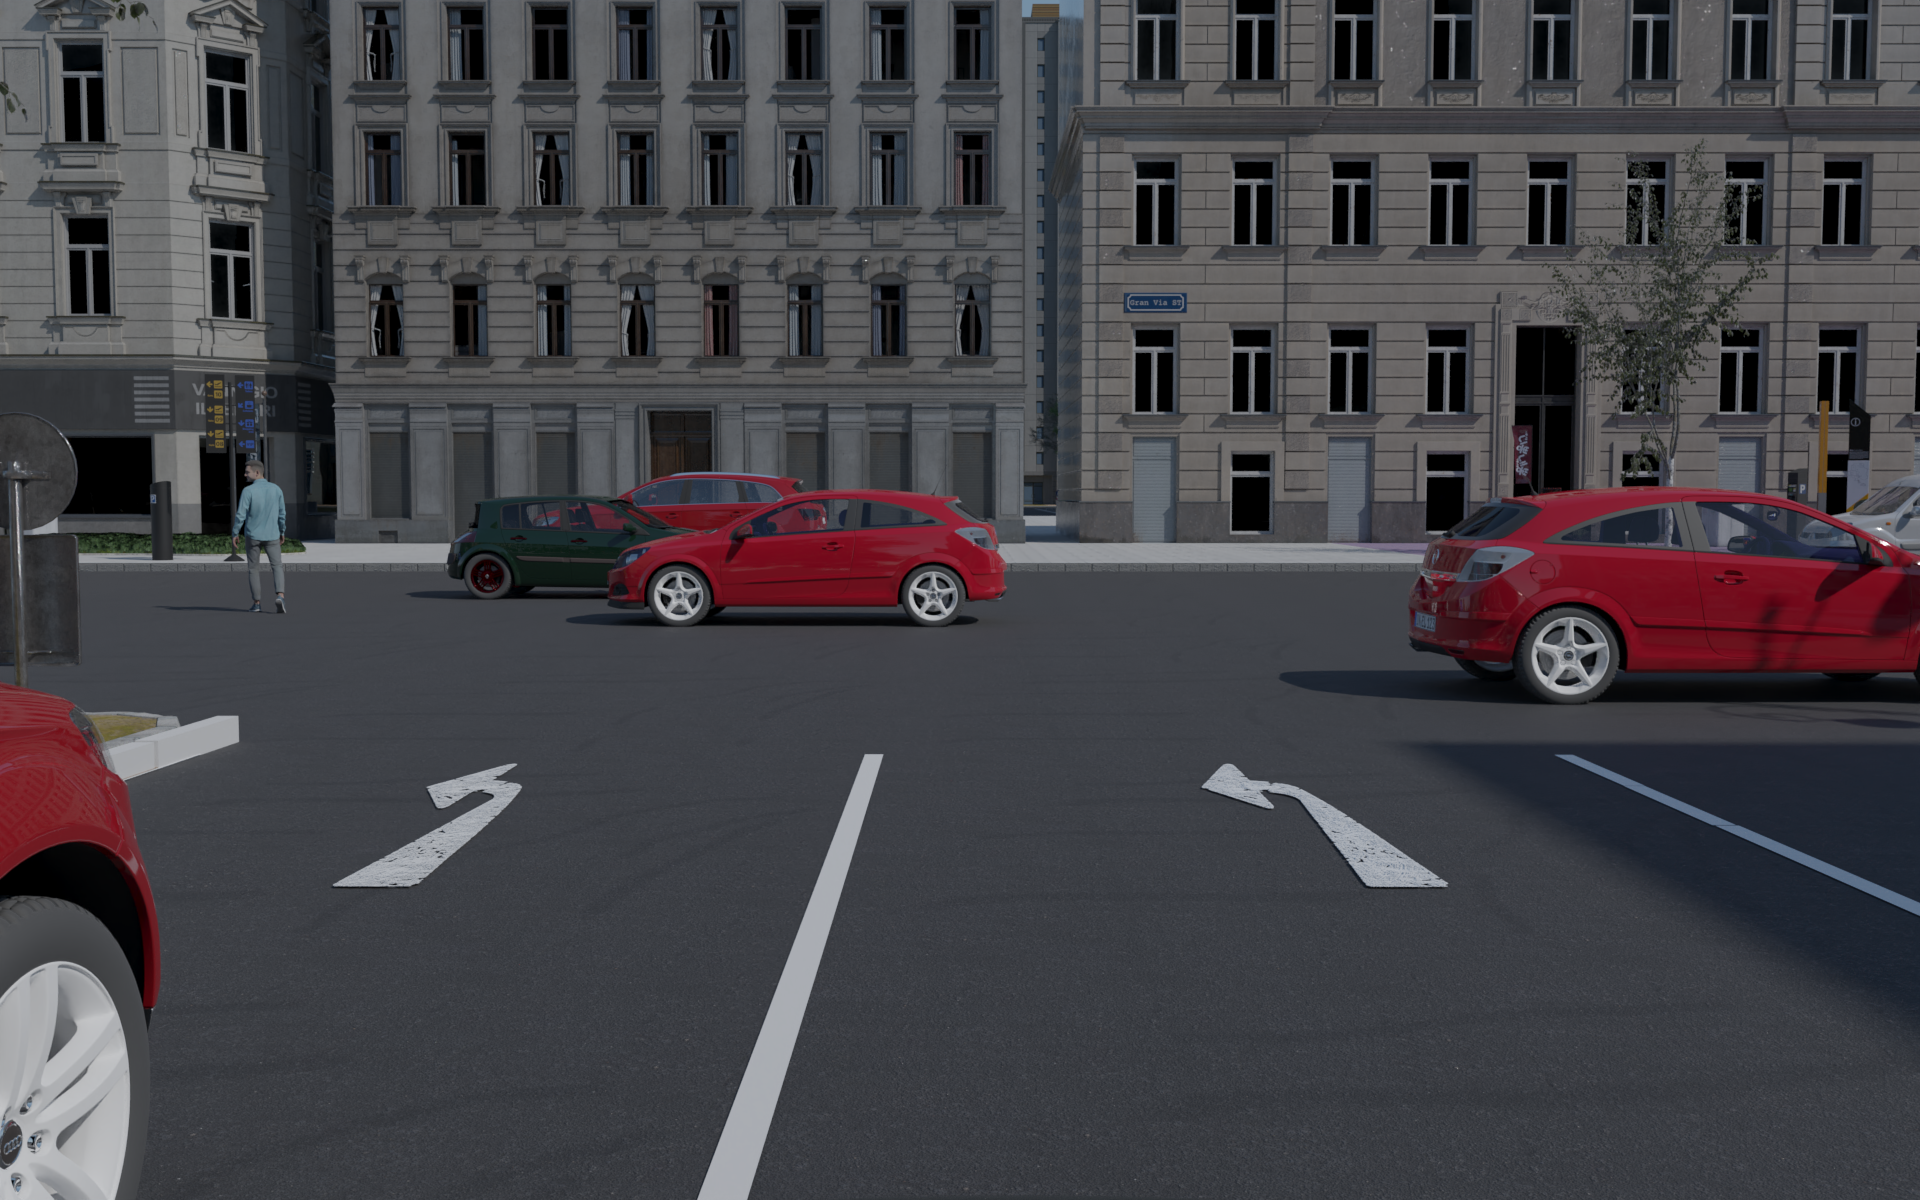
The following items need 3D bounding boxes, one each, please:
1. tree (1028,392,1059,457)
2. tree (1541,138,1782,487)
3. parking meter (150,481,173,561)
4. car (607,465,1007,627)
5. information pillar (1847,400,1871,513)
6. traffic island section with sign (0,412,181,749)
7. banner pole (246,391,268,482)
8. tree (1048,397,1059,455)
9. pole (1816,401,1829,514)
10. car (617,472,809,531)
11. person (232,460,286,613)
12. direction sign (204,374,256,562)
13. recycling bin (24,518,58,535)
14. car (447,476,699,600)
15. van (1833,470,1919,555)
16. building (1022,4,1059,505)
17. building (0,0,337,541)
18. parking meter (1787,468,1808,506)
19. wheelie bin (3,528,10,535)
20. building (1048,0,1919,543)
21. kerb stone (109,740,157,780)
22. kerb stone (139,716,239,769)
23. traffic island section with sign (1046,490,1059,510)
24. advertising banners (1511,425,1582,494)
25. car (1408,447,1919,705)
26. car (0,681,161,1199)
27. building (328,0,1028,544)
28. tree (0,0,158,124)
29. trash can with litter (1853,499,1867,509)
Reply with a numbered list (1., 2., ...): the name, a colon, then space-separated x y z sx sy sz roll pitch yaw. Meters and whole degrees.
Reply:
1. tree: 11.575 -15.524 164.182 12.009 13.543 11.850 0 3 0
2. tree: 14.420 -5.216 35.647 4.360 8.622 3.978 0 3 0
3. parking meter: -15.457 -1.536 33.530 0.372 1.533 0.369 0 3 0
4. car: -1.720 -0.638 19.471 4.494 1.783 2.155 0 4 1
5. information pillar: 22.204 -3.149 42.833 0.504 3.616 0.183 2 4 28
6. traffic island section with sign: -5.279 -0.061 9.126 2.006 1.907 1.989 0 3 0
7. banner pole: -17.066 -3.189 42.152 0.863 3.779 0.401 2 4 24
8. tree: 10.994 -13.254 142.462 9.928 11.665 9.643 0 3 0
9. pole: 18.974 -2.708 38.118 0.158 3.312 0.155 0 3 0
10. car: -4.946 -1.348 30.708 5.304 1.827 2.281 0 4 1
11. person: -8.424 -0.765 20.876 0.638 1.841 0.748 -2 4 -33
12. direction sign: -13.843 -2.503 32.927 0.876 3.537 0.379 -2 4 -30
13. recycling bin: -21.742 -1.720 40.683 0.722 1.027 0.722 1 4 18
14. car: -5.019 -0.883 24.226 4.222 1.686 2.009 0 4 1
15. van: 17.172 -1.462 30.912 4.112 2.044 2.013 0 4 -1
16. building: 1.435 -41.008 212.486 28.212 58.520 21.231 0 3 0
17. building: -39.381 -16.841 51.768 44.131 29.872 17.030 0 3 0
18. parking meter: 18.972 -2.053 39.278 0.399 1.863 0.255 -2 4 -28
19. wheelie bin: -22.815 -2.080 41.917 0.693 1.594 0.980 -3 5 -42
20. building: 15.235 -15.451 49.885 25.104 27.353 12.463 0 3 0
21. kerb stone: -4.243 0.844 8.489 0.120 0.150 1.000 0 3 0
22. kerb stone: -4.231 0.776 9.514 0.120 0.150 1.000 0 3 0
23. traffic island section with sign: 8.687 -8.886 153.918 1.989 1.847 2.006 0 3 0
24. advertising banners: 14.909 -2.898 43.578 2.074 3.025 0.090 2 4 30
25. car: 5.580 -0.216 12.575 4.494 1.783 2.155 0 3 0
26. car: -2.474 0.462 1.123 2.281 1.827 5.304 0 4 0
27. building: -7.225 -12.211 48.806 18.267 20.994 9.793 0 3 0
28. tree: -5.294 -3.326 7.199 4.360 8.622 3.978 0 3 0
29. trash can with litter: 19.617 -1.592 37.410 0.624 1.170 1.055 2 4 32
